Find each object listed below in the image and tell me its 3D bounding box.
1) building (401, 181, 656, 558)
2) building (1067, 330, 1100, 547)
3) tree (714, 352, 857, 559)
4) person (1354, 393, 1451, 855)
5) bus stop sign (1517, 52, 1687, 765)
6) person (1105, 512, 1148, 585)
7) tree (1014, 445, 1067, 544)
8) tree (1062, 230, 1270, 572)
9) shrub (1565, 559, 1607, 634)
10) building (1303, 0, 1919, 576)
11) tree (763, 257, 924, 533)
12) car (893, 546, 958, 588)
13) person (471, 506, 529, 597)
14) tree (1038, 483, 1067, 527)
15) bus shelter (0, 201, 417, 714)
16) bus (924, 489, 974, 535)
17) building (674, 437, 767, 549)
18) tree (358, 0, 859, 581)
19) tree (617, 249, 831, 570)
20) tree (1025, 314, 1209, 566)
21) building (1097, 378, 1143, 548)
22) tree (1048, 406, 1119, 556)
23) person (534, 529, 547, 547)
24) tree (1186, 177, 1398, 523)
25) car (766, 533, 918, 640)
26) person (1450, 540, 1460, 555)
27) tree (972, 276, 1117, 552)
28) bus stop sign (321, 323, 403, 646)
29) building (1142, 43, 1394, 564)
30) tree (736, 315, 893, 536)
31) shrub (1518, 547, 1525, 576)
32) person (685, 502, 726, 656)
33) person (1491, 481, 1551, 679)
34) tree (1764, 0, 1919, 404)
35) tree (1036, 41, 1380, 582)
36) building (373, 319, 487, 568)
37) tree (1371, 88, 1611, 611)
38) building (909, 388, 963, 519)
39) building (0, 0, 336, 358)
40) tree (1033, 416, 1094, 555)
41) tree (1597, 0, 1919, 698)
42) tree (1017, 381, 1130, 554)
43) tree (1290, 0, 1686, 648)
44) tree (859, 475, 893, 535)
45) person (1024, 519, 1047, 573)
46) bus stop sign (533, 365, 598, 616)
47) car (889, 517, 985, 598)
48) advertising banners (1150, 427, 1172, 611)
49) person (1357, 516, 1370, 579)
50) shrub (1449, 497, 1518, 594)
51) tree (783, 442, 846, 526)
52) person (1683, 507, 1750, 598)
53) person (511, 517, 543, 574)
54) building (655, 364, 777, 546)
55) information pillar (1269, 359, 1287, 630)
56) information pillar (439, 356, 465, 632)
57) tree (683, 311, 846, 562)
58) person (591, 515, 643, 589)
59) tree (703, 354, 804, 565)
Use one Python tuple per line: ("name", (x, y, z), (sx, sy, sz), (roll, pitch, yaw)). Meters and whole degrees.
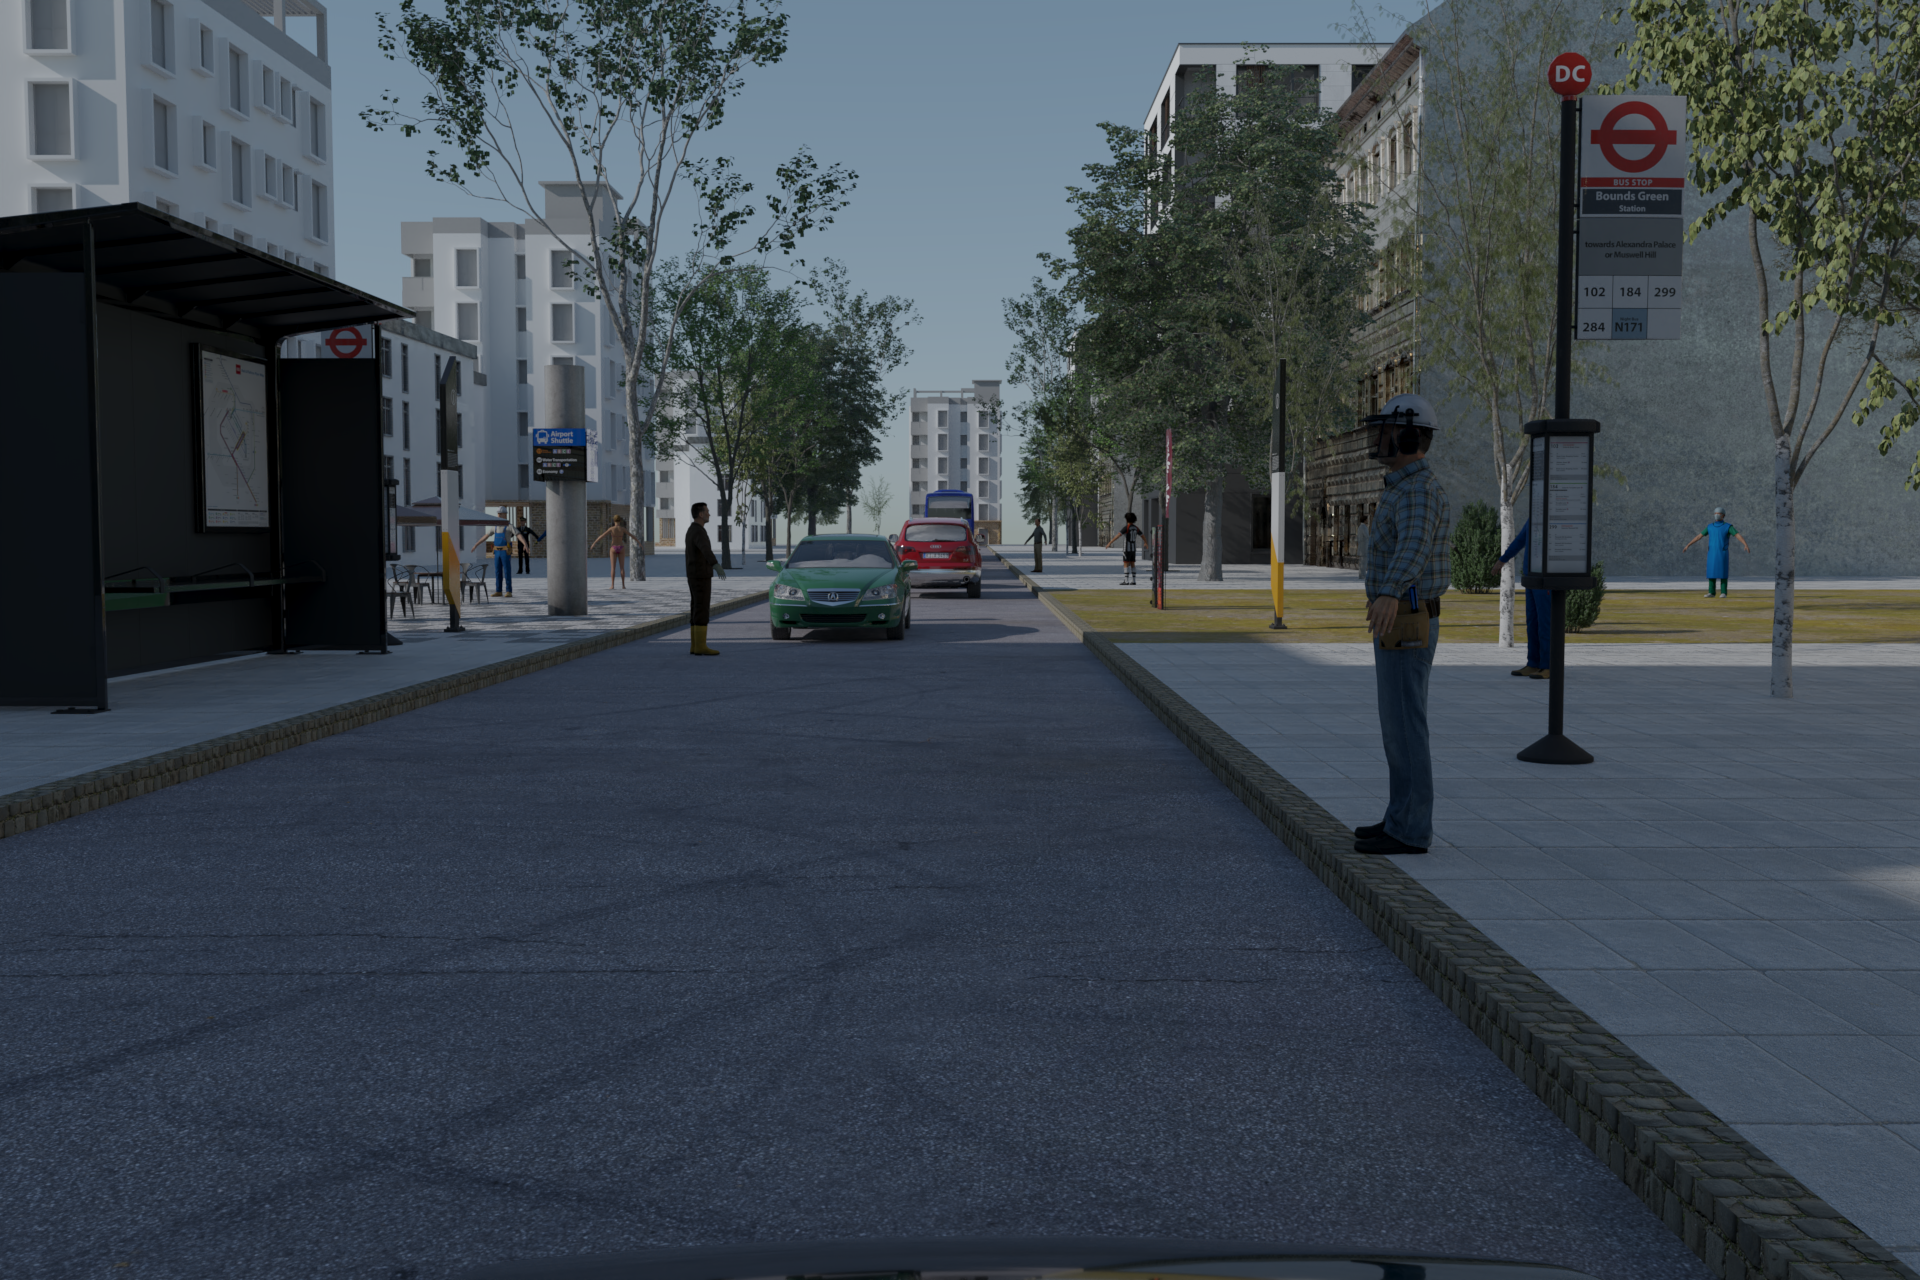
("building", (-23.886, -14.546, 94.244), (16.016, 20.090, 11.380), (0, 3, 0))
("building", (25.523, -21.168, 190.078), (27.936, 21.610, 32.646), (0, 4, 0))
("tree", (-9.022, -9.484, 89.469), (8.767, 10.594, 7.601), (1, 4, 13))
("person", (1.779, -0.075, 7.060), (0.704, 1.849, 1.345), (1, 4, 13))
("bus stop sign", (3.597, -1.285, 9.707), (0.855, 3.939, 0.416), (0, 4, 1))
("person", (4.235, -2.279, 43.404), (1.345, 1.843, 0.704), (-2, 4, -34))
("tree", (11.599, -19.053, 218.167), (9.857, 13.997, 8.962), (0, 3, 0))
("tree", (7.049, -8.150, 59.004), (9.928, 11.665, 9.643), (0, 3, 0))
("shrub", (7.883, -0.693, 22.446), (1.383, 1.207, 1.383), (0, 3, 0))
("building", (23.198, -14.072, 61.014), (19.493, 23.208, 18.063), (0, 4, 1))
("tree", (-9.009, -16.235, 121.334), (12.611, 20.169, 13.585), (0, 3, 0))
("car", (-0.918, -2.326, 47.075), (2.155, 1.783, 4.494), (0, 3, 0))
("person", (-9.333, -1.801, 35.302), (1.347, 1.847, 0.705), (1, 4, 19))
("tree", (12.124, -15.929, 210.798), (4.360, 8.622, 3.978), (0, 3, 0))
("bus shelter", (-6.643, -1.475, 15.397), (1.731, 3.624, 6.357), (0, 4, 0))
("bus", (-0.597, -6.314, 94.785), (2.896, 3.916, 12.251), (0, 4, -1))
("building", (-22.474, -13.521, 163.213), (9.099, 9.664, 28.070), (0, 4, 1))
("tree", (-8.877, -11.578, 45.181), (12.611, 20.169, 13.585), (0, 3, 0))
("tree", (-8.514, -8.384, 62.827), (9.928, 11.665, 9.643), (0, 3, 0))
("tree", (6.598, -8.216, 68.744), (8.767, 10.594, 7.601), (1, 4, 12))
("building", (23.049, -20.367, 163.921), (19.493, 23.208, 18.063), (0, 4, 1))
("tree", (6.933, -9.085, 98.907), (4.737, 8.622, 4.395), (0, 3, 0))
("person", (-12.255, -2.854, 52.630), (1.349, 1.833, 0.705), (-1, 4, -11))
("tree", (6.517, -5.279, 36.668), (4.360, 8.622, 3.978), (0, 3, 0))
("car", (-1.655, -0.803, 24.931), (2.131, 1.459, 4.920), (0, 3, 0))
("person", (8.823, -1.655, 32.822), (0.705, 1.858, 1.354), (-3, 5, -42))
("tree", (7.260, -16.504, 125.736), (12.611, 20.169, 13.585), (0, 3, 0))
("bus stop sign", (-6.884, -1.909, 19.920), (0.855, 3.939, 0.416), (0, 4, 0))
("building", (23.062, -14.969, 88.719), (27.936, 21.610, 32.646), (0, 4, 0))
("tree", (-8.836, -11.949, 102.023), (9.857, 13.997, 8.962), (0, 3, 0))
("shrub", (13.132, -2.065, 38.181), (1.690, 2.028, 1.600), (0, 3, 0))
("person", (-3.050, -0.730, 20.531), (0.704, 1.812, 1.346), (-1, 4, -22))
("person", (5.166, -0.586, 15.461), (0.705, 1.842, 1.347), (-1, 4, -10))
("tree", (19.470, -7.293, 29.609), (12.009, 13.543, 11.850), (0, 3, 0))
("tree", (6.839, -8.572, 46.805), (9.857, 13.997, 8.962), (0, 3, 0))
("building", (-26.044, -8.272, 77.401), (9.099, 9.664, 28.070), (0, 4, 1))
("tree", (9.253, -4.801, 28.856), (4.360, 8.622, 3.978), (0, 3, 0))
("building", (-5.999, -21.891, 216.792), (11.380, 20.090, 16.016), (0, 4, 3))
("building", (-27.491, -11.787, 49.137), (16.016, 20.090, 11.380), (0, 4, 1))
("tree", (6.564, -9.540, 106.335), (4.737, 8.622, 4.395), (0, 3, 0))
("tree", (6.508, -3.839, 13.133), (4.737, 8.622, 4.395), (0, 3, 0))
("tree", (7.579, -11.453, 113.013), (9.928, 11.665, 9.643), (0, 3, 0))
("tree", (6.380, -4.230, 19.516), (4.360, 8.622, 3.978), (0, 3, 0))
("tree", (-9.675, -15.978, 211.598), (4.360, 8.622, 3.978), (0, 3, 0))
("person", (2.579, -3.152, 57.810), (0.705, 1.796, 1.348), (-2, 4, -29))
("bus stop sign", (-6.200, -2.340, 27.270), (0.837, 3.901, 0.837), (0, 4, 0))
("car", (-0.542, -1.934, 40.294), (2.281, 1.827, 5.304), (0, 4, 0))
("advertising banners", (3.418, -2.034, 29.437), (0.090, 3.025, 2.074), (0, 4, -2))
("person", (11.484, -2.627, 49.139), (0.705, 1.806, 1.347), (0, 4, -4))
("shrub", (11.097, -2.026, 37.174), (1.661, 2.075, 1.752), (0, 3, 0))
("tree", (-17.954, -18.654, 211.651), (9.857, 13.997, 8.962), (0, 3, 0))
("person", (15.228, -1.754, 34.805), (0.704, 1.817, 1.347), (-3, 5, -42))
("person", (-14.022, -3.038, 55.598), (1.347, 1.837, 0.705), (0, 4, 3))
("building", (-25.526, -19.795, 180.059), (16.016, 20.090, 11.380), (0, 4, 1))
("information pillar", (4.305, -1.961, 23.415), (0.183, 3.616, 0.504), (0, 4, -1))
("information pillar", (-6.653, -1.912, 22.609), (0.183, 3.616, 0.504), (0, 4, 0))
("tree", (-8.897, -9.435, 80.023), (9.928, 11.665, 9.643), (0, 3, 0))
("person", (-8.031, -2.066, 40.584), (1.217, 1.733, 0.721), (-1, 4, -17))
("tree", (-8.805, -7.436, 71.949), (4.737, 8.622, 4.395), (0, 3, 0))
